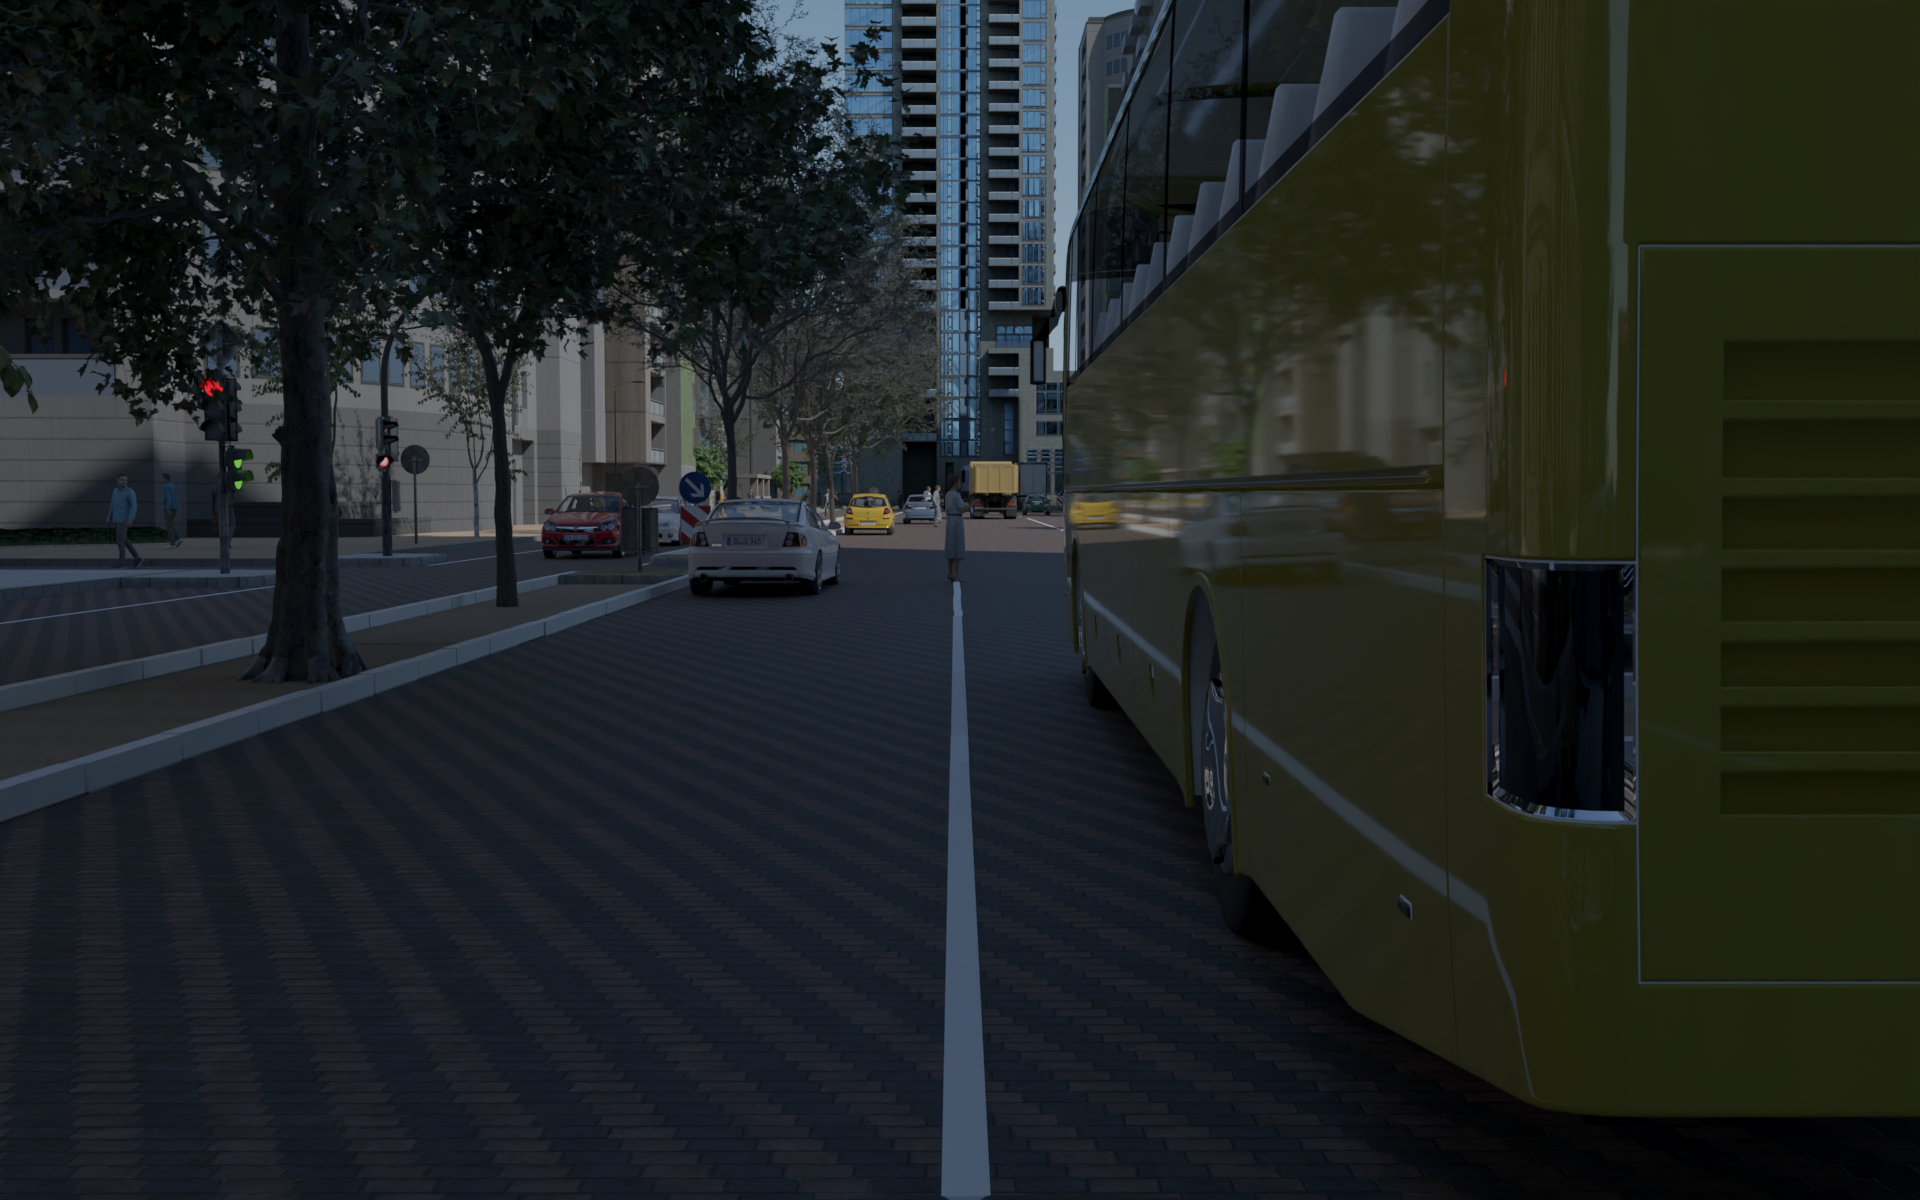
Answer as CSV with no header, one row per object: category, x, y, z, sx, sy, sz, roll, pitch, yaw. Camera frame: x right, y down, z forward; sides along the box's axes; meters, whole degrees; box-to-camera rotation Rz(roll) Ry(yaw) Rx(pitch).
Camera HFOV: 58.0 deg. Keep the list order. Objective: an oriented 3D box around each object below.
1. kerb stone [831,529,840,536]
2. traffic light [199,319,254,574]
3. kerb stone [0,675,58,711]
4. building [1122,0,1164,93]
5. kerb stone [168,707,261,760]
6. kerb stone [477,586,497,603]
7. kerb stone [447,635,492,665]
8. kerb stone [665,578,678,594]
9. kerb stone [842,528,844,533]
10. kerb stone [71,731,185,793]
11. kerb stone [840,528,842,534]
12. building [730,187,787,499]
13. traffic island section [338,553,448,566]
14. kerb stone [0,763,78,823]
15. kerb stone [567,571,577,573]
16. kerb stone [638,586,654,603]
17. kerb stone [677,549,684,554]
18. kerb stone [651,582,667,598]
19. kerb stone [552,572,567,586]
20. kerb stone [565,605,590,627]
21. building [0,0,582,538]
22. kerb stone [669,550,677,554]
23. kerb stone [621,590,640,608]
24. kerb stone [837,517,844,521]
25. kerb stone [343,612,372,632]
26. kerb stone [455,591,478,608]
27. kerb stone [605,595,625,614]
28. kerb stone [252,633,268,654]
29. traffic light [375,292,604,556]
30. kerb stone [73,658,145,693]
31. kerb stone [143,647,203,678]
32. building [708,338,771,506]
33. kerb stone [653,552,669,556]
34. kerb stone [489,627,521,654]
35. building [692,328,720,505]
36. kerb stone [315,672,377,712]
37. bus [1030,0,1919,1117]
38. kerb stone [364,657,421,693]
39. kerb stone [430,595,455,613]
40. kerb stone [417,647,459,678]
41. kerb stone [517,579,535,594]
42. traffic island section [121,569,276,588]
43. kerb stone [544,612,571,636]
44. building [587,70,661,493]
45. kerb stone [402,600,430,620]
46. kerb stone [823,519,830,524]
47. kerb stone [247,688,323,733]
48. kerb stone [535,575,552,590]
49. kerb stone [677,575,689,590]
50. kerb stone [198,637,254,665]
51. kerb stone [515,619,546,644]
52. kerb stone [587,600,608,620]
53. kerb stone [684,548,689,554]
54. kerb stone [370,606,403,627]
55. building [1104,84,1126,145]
kerb stone,-4.372,-2.347,60.567,0.120,0.150,1.000,0,4,0
traffic light,-11.831,-2.379,27.811,0.839,4.253,0.868,0,4,0
kerb stone,-6.342,0.636,11.805,0.120,0.150,1.000,0,4,0
building,26.071,-32.637,153.223,23.786,49.044,30.456,0,4,0
kerb stone,-4.237,0.757,9.811,0.120,0.150,1.000,0,4,0
kerb stone,-6.370,-0.052,23.068,0.120,0.150,1.000,0,4,0
kerb stone,-4.254,0.444,14.940,0.120,0.150,1.000,0,4,0
kerb stone,-4.274,-0.183,25.196,0.120,0.150,1.000,0,4,0
kerb stone,-4.379,-2.470,62.614,0.120,0.150,1.000,0,4,0
kerb stone,-4.231,0.823,8.790,0.120,0.150,1.000,0,4,0
kerb stone,-4.379,-2.409,61.589,0.120,0.150,1.000,0,4,0
building,-24.995,-30.150,176.548,14.086,41.232,14.154,0,4,0
traffic island section,-11.893,-0.835,35.930,2.009,0.180,2.903,0,4,0
kerb stone,-4.237,0.885,7.767,0.120,0.150,1.000,0,4,0
kerb stone,-6.385,-0.367,28.198,0.120,0.150,1.000,0,4,0
kerb stone,-4.271,-0.058,23.146,0.120,0.150,1.000,0,4,0
kerb stone,-6.418,-1.030,39.034,0.120,0.150,1.000,0,4,0
kerb stone,-4.270,-0.121,24.171,0.120,0.150,1.000,0,4,0
kerb stone,-6.383,-0.304,27.163,0.120,0.150,1.000,0,4,0
kerb stone,-4.256,0.194,19.032,0.120,0.150,1.000,0,4,0
building,-27.197,-31.744,61.007,21.231,58.520,28.212,0,4,0
kerb stone,-6.416,-0.967,38.006,0.120,0.150,1.000,0,4,0
kerb stone,-4.269,0.005,22.121,0.120,0.150,1.000,0,4,0
kerb stone,-6.565,-4.416,94.401,0.120,0.150,1.000,0,4,0
kerb stone,-6.355,0.260,17.951,0.120,0.150,1.000,0,4,0
kerb stone,-6.370,0.009,22.044,0.120,0.150,1.000,0,4,0
kerb stone,-4.264,0.070,21.099,0.120,0.150,1.000,0,4,0
kerb stone,-6.343,0.390,15.904,0.120,0.150,1.000,0,4,0
traffic light,-9.762,-3.741,35.836,4.771,5.953,1.251,0,4,0
kerb stone,-6.351,0.573,12.827,0.120,0.150,1.000,0,4,0
kerb stone,-6.354,0.514,13.849,0.120,0.150,1.000,0,4,0
building,-33.606,-28.262,153.960,32.217,40.220,23.993,0,4,0
kerb stone,-6.407,-0.901,36.984,0.120,0.150,1.000,0,4,0
kerb stone,-4.255,0.384,15.965,0.120,0.150,1.000,0,4,0
building,-29.822,-30.979,126.114,23.786,49.044,30.456,0,4,0
kerb stone,-4.240,0.640,11.856,0.120,0.150,1.000,0,4,0
bus,2.036,-1.033,8.438,2.896,3.916,12.252,0,3,0
kerb stone,-4.247,0.569,12.896,0.120,0.150,1.000,0,4,0
kerb stone,-6.370,0.072,21.022,0.120,0.150,1.000,0,4,0
kerb stone,-4.253,0.514,13.918,0.120,0.150,1.000,0,4,0
kerb stone,-6.380,-0.178,25.112,0.120,0.150,1.000,0,4,0
traffic island section,-11.871,-0.346,27.945,2.009,0.180,2.903,0,4,0
kerb stone,-4.248,0.262,18.009,0.120,0.150,1.000,0,4,0
building,-22.133,-24.928,91.170,14.154,41.232,14.086,0,4,0
kerb stone,-6.367,0.134,20.000,0.120,0.150,1.000,0,4,0
kerb stone,-6.545,-3.851,85.159,0.120,0.150,1.000,0,4,0
kerb stone,-4.243,0.695,10.833,0.120,0.150,1.000,0,4,0
kerb stone,-6.379,-0.241,26.134,0.120,0.150,1.000,0,4,0
kerb stone,-4.276,-0.246,26.218,0.120,0.150,1.000,0,4,0
kerb stone,-6.349,0.447,14.881,0.120,0.150,1.000,0,4,0
kerb stone,-4.262,0.323,16.987,0.120,0.150,1.000,0,4,0
kerb stone,-4.266,0.130,20.065,0.120,0.150,1.000,0,4,0
kerb stone,-6.422,-1.093,40.062,0.120,0.150,1.000,0,4,0
kerb stone,-6.354,0.197,18.978,0.120,0.150,1.000,0,4,0
building,21.426,-30.147,176.496,14.154,41.232,14.086,0,4,0
